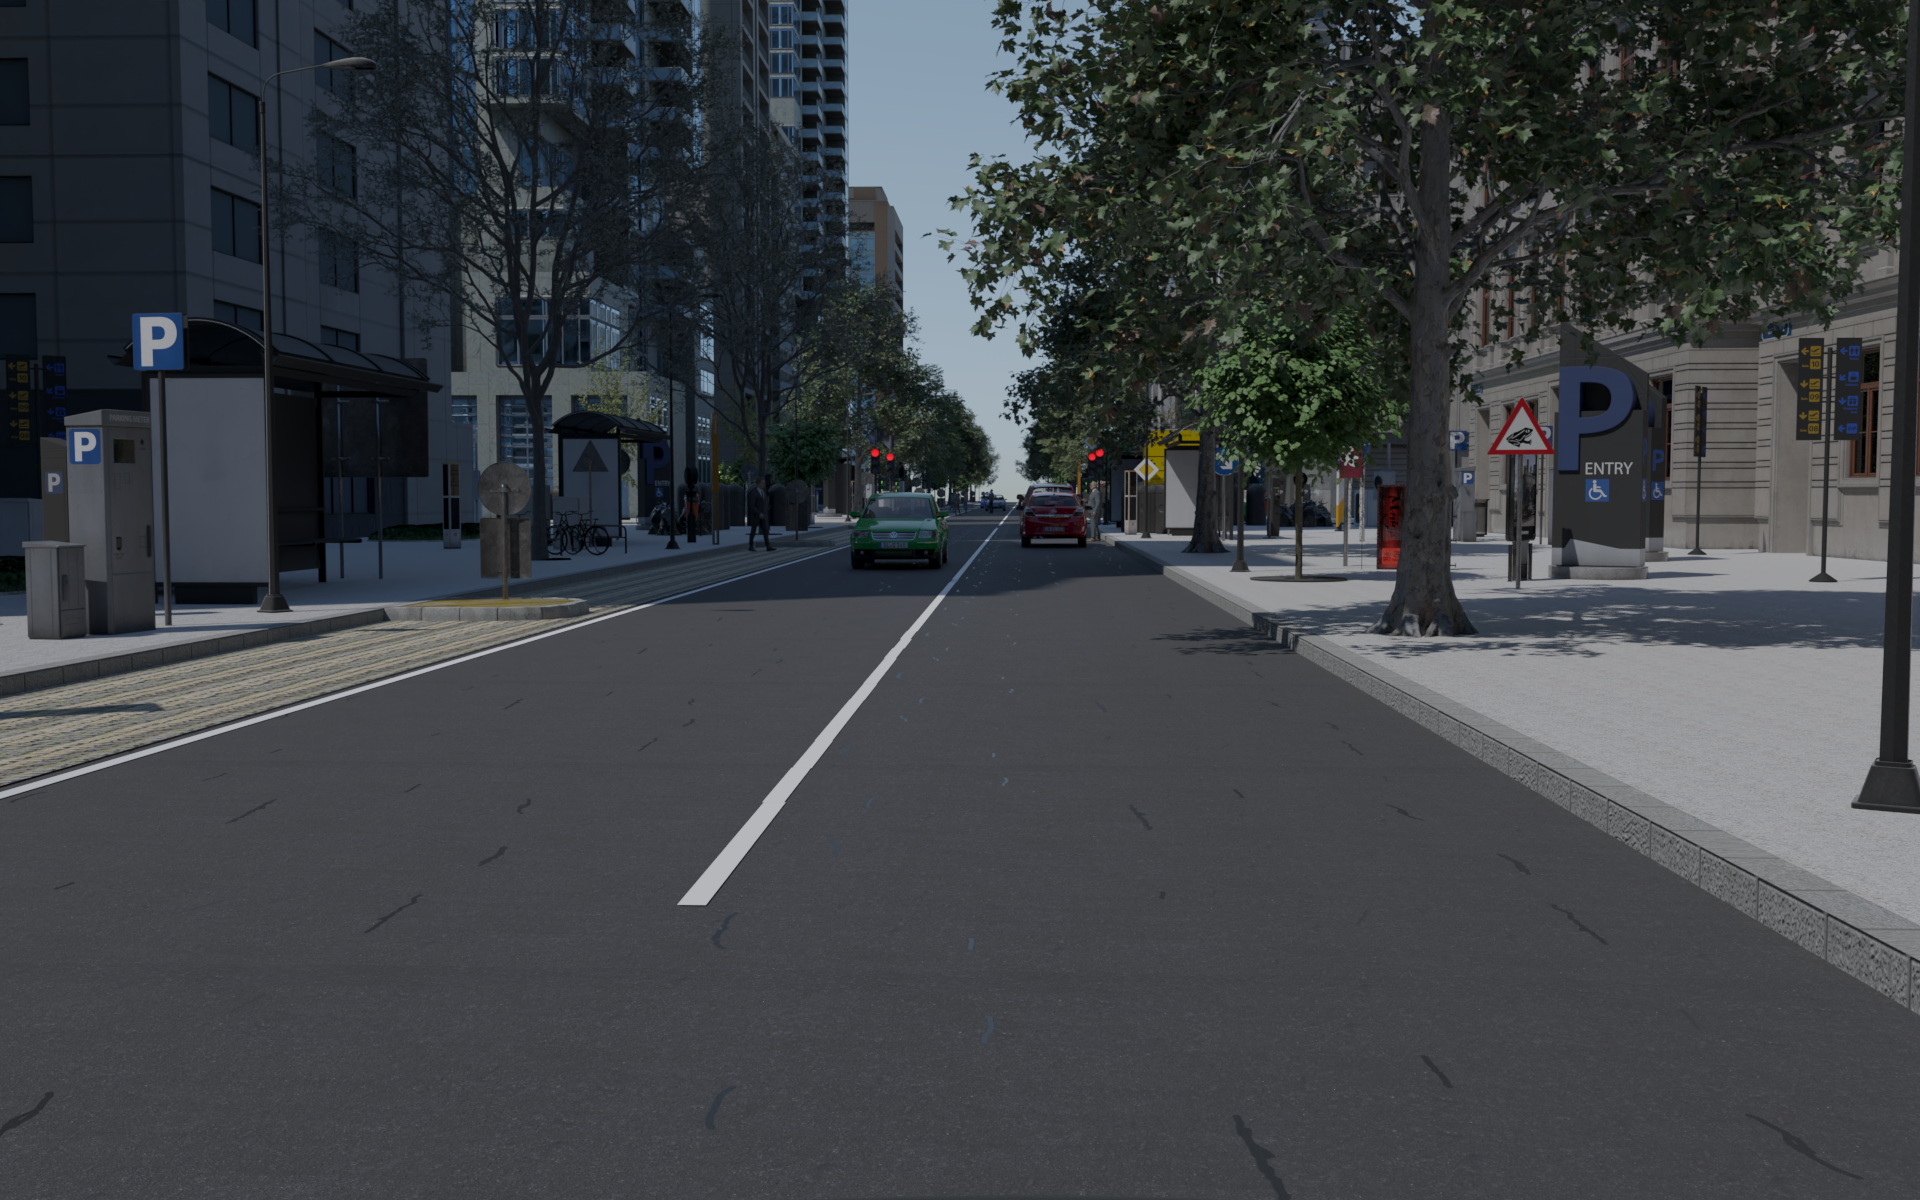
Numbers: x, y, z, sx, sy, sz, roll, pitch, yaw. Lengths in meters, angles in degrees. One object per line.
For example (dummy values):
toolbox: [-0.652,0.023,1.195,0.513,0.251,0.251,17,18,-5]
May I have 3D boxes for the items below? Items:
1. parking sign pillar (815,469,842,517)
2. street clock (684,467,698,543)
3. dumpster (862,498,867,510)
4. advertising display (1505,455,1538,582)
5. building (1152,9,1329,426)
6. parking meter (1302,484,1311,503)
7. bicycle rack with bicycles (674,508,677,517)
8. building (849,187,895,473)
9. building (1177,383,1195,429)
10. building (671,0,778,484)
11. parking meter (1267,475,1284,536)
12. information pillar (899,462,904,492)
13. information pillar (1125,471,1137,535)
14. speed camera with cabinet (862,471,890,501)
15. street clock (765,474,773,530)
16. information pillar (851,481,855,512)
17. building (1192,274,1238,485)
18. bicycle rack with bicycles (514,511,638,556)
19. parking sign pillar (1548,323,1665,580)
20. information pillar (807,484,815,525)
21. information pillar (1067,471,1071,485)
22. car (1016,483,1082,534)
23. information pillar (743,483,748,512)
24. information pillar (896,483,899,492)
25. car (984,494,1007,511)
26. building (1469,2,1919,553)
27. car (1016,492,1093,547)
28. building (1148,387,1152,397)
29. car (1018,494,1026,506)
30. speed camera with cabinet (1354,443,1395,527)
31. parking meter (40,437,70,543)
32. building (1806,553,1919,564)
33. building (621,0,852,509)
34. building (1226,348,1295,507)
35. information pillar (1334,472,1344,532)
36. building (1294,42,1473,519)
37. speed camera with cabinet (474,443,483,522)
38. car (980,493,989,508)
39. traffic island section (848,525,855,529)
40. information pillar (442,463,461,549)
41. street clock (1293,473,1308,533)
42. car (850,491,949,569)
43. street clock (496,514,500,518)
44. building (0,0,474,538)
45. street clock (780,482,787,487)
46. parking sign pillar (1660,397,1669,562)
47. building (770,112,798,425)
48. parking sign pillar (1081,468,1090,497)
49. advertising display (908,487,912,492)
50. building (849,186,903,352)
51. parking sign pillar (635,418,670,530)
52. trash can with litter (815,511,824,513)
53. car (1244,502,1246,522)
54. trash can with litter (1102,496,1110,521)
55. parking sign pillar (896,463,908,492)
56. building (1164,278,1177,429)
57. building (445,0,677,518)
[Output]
parking sign pillar: [-7.311,-6.631,96.895,1.447,3.967,1.447,-1,4,-16]
street clock: [-7.082,-2.514,45.668,0.358,2.002,0.471,-2,4,-29]
dumpster: [-6.471,-7.318,125.408,1.264,1.857,1.865,0,4,2]
advertising display: [8.306,-1.249,25.638,0.123,1.923,0.974,3,4,37]
building: [33.205,-40.479,203.832,21.231,58.520,28.212,0,4,2]
parking meter: [17.800,-5.091,88.950,0.399,1.863,0.255,1,4,19]
bicycle rack with bicycles: [-10.794,-3.193,65.593,2.925,0.926,2.852,-1,4,-19]
building: [-16.993,-37.098,256.660,14.600,45.320,14.200,0,4,2]
building: [28.074,-24.303,169.056,14.160,30.474,14.107,0,4,2]
building: [-23.843,-42.844,138.753,20.563,71.187,20.611,0,4,2]
parking meter: [9.536,-2.872,52.672,0.255,1.863,0.399,-1,4,-22]
information pillar: [-3.772,-7.347,111.480,0.183,3.616,0.504,-3,5,-39]
information pillar: [5.378,-3.057,54.477,0.304,2.012,0.304,-1,4,-20]
speed camera with cabinet: [-5.101,-6.886,106.914,2.038,3.252,0.660,-2,4,-34]
street clock: [-6.881,-3.484,61.533,0.358,2.002,0.471,2,4,30]
information pillar: [-5.971,-5.697,97.637,0.304,2.012,0.304,-1,4,-15]
building: [26.295,-18.350,141.820,13.314,21.916,24.055,0,4,2]
bicycle rack with bicycles: [-8.402,-1.445,37.015,2.925,0.926,2.852,3,4,39]
parking sign pillar: [9.754,-2.318,26.373,1.447,3.967,1.447,2,4,32]
information pillar: [-6.315,-4.188,72.968,0.304,2.012,0.304,1,4,20]
information pillar: [9.447,-9.705,150.025,0.504,3.616,0.183,3,5,41]
car: [3.114,-3.145,60.092,2.281,1.827,5.304,0,4,0]
information pillar: [-14.603,-6.943,118.016,0.304,2.012,0.304,0,4,-6]
information pillar: [-4.091,-6.490,110.599,0.304,2.012,0.304,2,4,32]
car: [3.041,-8.321,148.053,2.014,1.417,4.499,0,4,2]
building: [22.151,-13.020,49.037,11.583,22.565,21.152,0,4,2]
car: [2.615,-2.387,48.072,2.155,1.783,4.494,0,4,3]
building: [32.251,-36.073,273.389,14.154,41.232,14.086,0,4,2]
car: [7.448,-11.306,194.636,2.009,1.686,4.222,0,4,3]
speed camera with cabinet: [16.257,-4.502,67.948,0.660,3.252,2.038,-1,4,-19]
parking meter: [-9.229,-0.745,17.885,0.399,1.863,0.255,1,4,18]
building: [22.322,-11.728,27.904,11.583,22.565,21.152,0,4,2]
building: [-22.858,-53.887,193.729,22.319,86.520,31.000,0,4,2]
building: [26.258,-19.824,117.635,14.314,27.812,24.014,0,4,2]
information pillar: [13.083,-4.161,59.394,0.504,3.616,0.183,-3,5,-43]
building: [29.402,-16.937,94.949,19.932,24.808,12.078,0,4,2]
speed camera with cabinet: [-19.105,-4.503,67.958,0.660,3.252,2.038,-1,4,-12]
car: [2.979,-10.226,176.787,1.945,1.707,3.694,0,4,4]
traffic island section: [-3.515,-3.039,71.962,2.009,0.180,2.903,0,4,2]
information pillar: [-11.900,-2.205,40.539,0.304,2.012,0.304,3,5,42]
street clock: [11.126,-3.187,56.684,0.471,2.002,0.358,0,4,6]
car: [-1.180,-1.587,34.740,1.959,1.807,4.718,0,4,2]
street clock: [-15.692,-3.330,59.021,0.471,2.002,0.358,-3,4,-38]
building: [-27.793,-37.361,49.101,20.611,71.187,20.563,0,4,2]
street clock: [-8.406,-4.834,83.613,0.471,2.002,0.358,1,4,13]
parking sign pillar: [12.857,-2.736,33.205,1.447,3.967,1.447,-2,4,-28]
building: [-28.991,-29.112,167.863,32.217,40.220,23.993,0,4,2]
parking sign pillar: [10.032,-8.976,135.229,1.447,3.967,1.447,-3,5,-39]
advertising display: [-4.308,-8.191,139.138,0.974,1.923,0.123,1,4,19]
building: [-20.351,-39.848,275.220,21.300,48.544,21.600,0,4,2]
parking sign pillar: [-10.892,-4.493,61.938,1.447,3.967,1.447,3,5,42]
trash can with litter: [-10.395,-6.691,120.463,1.678,1.210,2.233,-3,5,-42]
car: [10.765,-4.145,76.570,4.718,1.807,1.959,0,4,0]
trash can with litter: [7.233,-4.315,81.935,1.055,1.170,0.624,1,4,14]
parking sign pillar: [-4.661,-8.830,132.845,1.447,3.967,1.447,-1,4,-22]
building: [29.093,-32.574,182.702,14.600,45.320,14.200,0,4,2]
building: [-27.058,-48.438,104.639,22.319,86.520,31.000,0,4,2]
